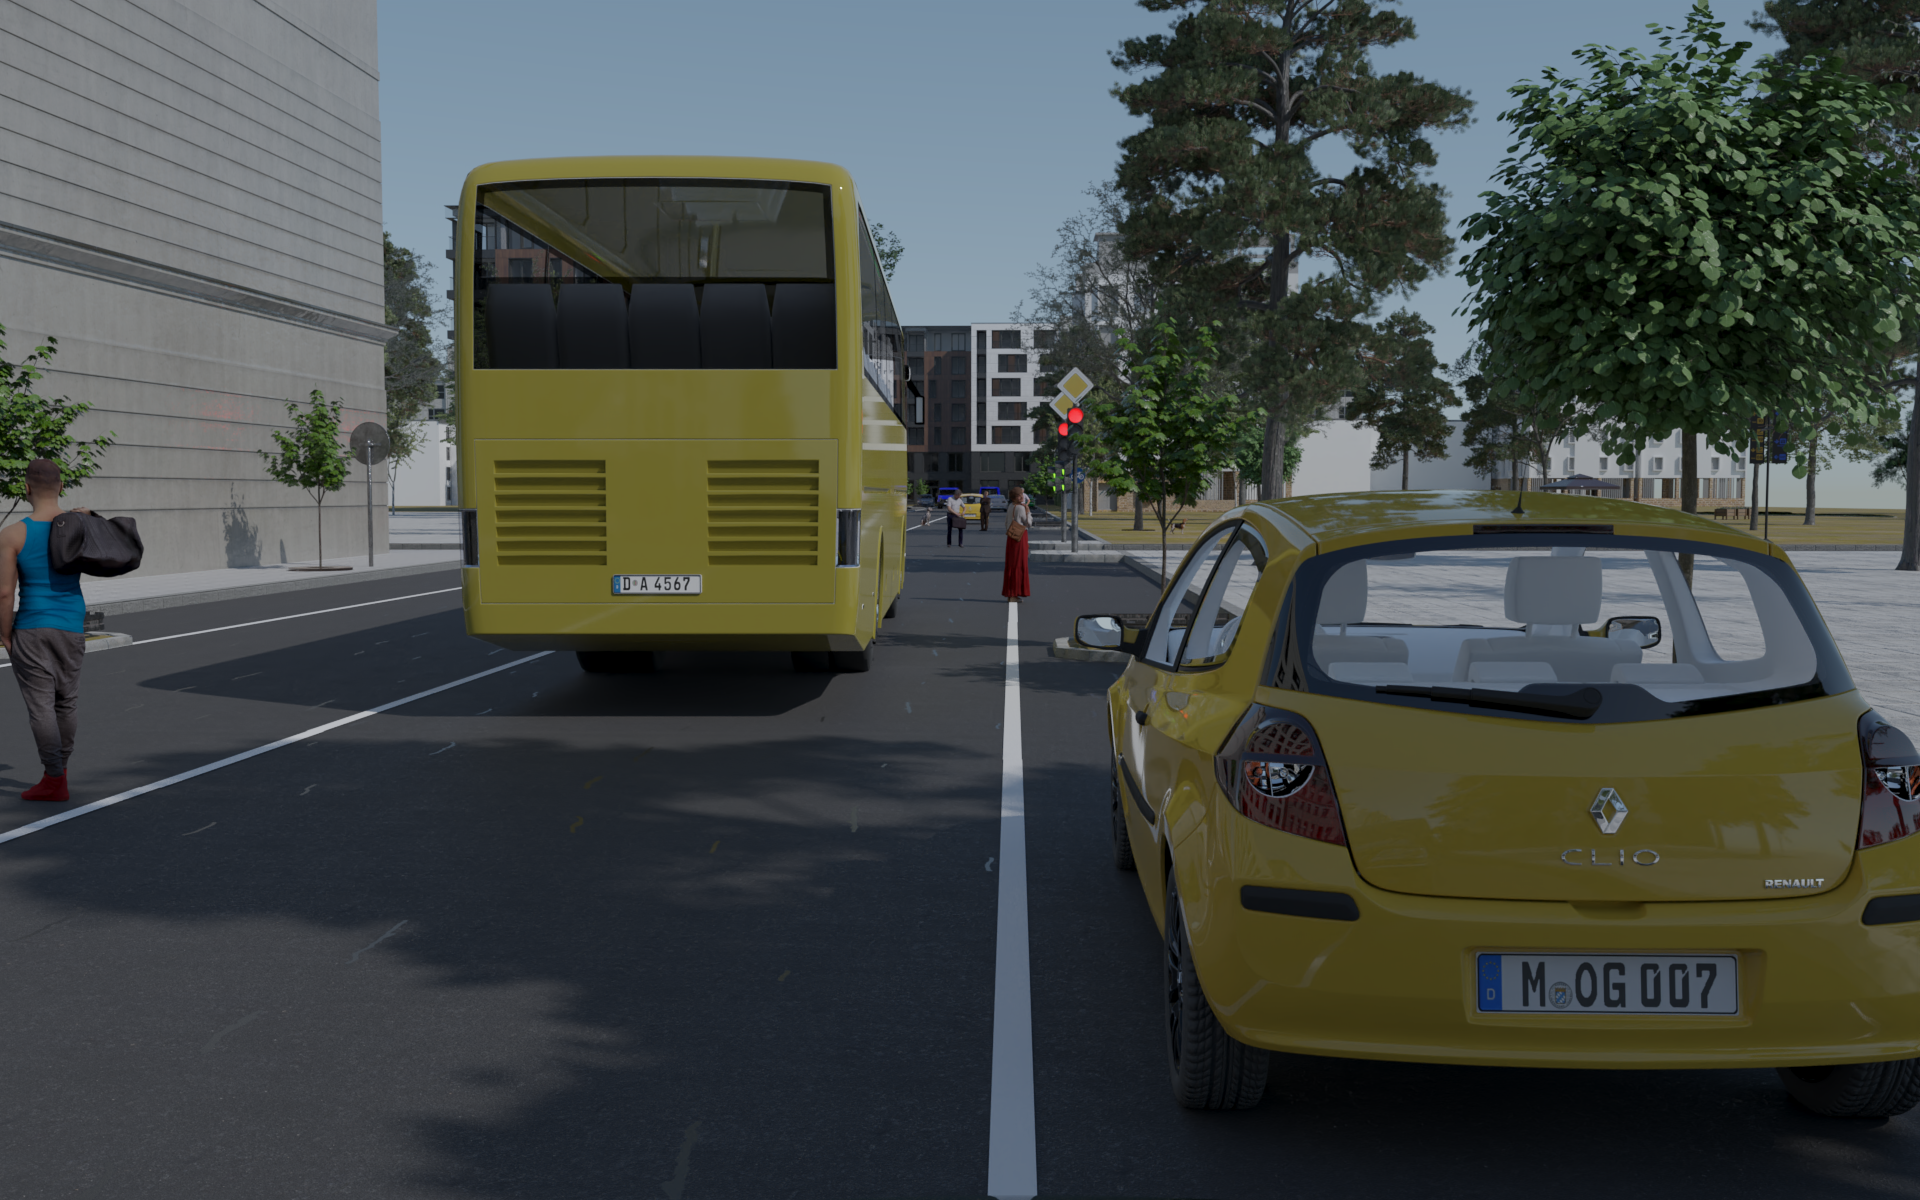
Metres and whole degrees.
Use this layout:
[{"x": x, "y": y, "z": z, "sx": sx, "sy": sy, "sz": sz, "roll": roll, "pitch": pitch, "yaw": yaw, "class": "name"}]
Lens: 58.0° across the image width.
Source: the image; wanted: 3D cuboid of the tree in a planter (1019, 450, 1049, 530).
[{"x": 3.530, "y": -4.485, "z": 70.548, "sx": 1.991, "sy": 3.239, "sz": 1.994, "roll": 0, "pitch": 4, "yaw": 2, "class": "tree in a planter"}]

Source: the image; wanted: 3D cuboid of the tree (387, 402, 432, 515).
[{"x": -35.105, "y": -9.605, "z": 107.411, "sx": 4.737, "sy": 8.622, "sz": 4.395, "roll": 0, "pitch": 3, "yaw": 0, "class": "tree"}]

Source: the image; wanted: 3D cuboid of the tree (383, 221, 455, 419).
[{"x": -24.145, "y": -9.560, "z": 66.680, "sx": 12.009, "sy": 13.543, "sz": 11.850, "roll": 0, "pitch": 3, "yaw": 0, "class": "tree"}]

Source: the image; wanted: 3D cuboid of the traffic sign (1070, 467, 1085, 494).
[{"x": 5.593, "y": -5.043, "z": 82.561, "sx": 0.768, "sy": 2.556, "sz": 0.104, "roll": 0, "pitch": 4, "yaw": 2, "class": "traffic sign"}]

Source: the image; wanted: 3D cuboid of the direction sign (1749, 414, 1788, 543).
[{"x": 20.780, "y": -3.215, "z": 44.559, "sx": 0.876, "sy": 3.537, "sz": 0.379, "roll": 2, "pitch": 4, "yaw": 24, "class": "direction sign"}]

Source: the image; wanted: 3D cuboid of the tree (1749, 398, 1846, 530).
[{"x": 28.403, "y": -7.744, "z": 61.019, "sx": 7.601, "sy": 10.594, "sz": 8.767, "roll": -1, "pitch": 4, "yaw": -18, "class": "tree"}]

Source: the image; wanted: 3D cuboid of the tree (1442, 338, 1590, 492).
[{"x": 24.946, "y": -8.500, "z": 73.388, "sx": 8.767, "sy": 10.594, "sz": 7.601, "roll": 1, "pitch": 4, "yaw": 9, "class": "tree"}]

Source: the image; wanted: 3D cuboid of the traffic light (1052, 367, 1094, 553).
[{"x": 2.496, "y": -2.976, "z": 37.897, "sx": 0.839, "sy": 4.213, "sz": 0.868, "roll": 0, "pitch": 4, "yaw": 2, "class": "traffic light"}]

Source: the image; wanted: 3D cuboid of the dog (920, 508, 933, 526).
[{"x": -1.587, "y": -3.794, "z": 78.862, "sx": 0.513, "sy": 0.831, "sz": 0.800, "roll": -1, "pitch": 4, "yaw": -21, "class": "dog"}]

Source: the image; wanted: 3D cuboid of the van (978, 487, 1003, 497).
[{"x": 2.649, "y": -9.116, "z": 153.437, "sx": 2.240, "sy": 2.365, "sz": 5.245, "roll": 0, "pitch": 4, "yaw": 2, "class": "van"}]

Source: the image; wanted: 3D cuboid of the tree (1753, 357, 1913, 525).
[{"x": 35.763, "y": -9.411, "z": 71.998, "sx": 7.486, "sy": 12.596, "sz": 7.792, "roll": 0, "pitch": 3, "yaw": 0, "class": "tree"}]

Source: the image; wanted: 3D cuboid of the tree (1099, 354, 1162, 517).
[{"x": 11.101, "y": -9.715, "z": 93.252, "sx": 7.601, "sy": 10.594, "sz": 8.767, "roll": 0, "pitch": 4, "yaw": -7, "class": "tree"}]

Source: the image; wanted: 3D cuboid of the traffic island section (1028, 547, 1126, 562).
[{"x": 2.536, "y": -0.962, "z": 38.008, "sx": 2.009, "sy": 0.180, "sz": 2.903, "roll": 0, "pitch": 4, "yaw": 2, "class": "traffic island section"}]

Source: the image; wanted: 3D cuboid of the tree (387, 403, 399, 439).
[{"x": -35.009, "y": -9.225, "z": 101.192, "sx": 4.360, "sy": 8.622, "sz": 3.978, "roll": 0, "pitch": 3, "yaw": 0, "class": "tree"}]

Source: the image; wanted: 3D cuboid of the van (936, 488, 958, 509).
[{"x": -1.098, "y": -9.943, "z": 166.945, "sx": 2.240, "sy": 2.365, "sz": 5.245, "roll": 0, "pitch": 4, "yaw": 3, "class": "van"}]

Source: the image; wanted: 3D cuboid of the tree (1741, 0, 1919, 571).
[{"x": 16.138, "y": -6.528, "z": 28.786, "sx": 6.751, "sy": 12.117, "sz": 7.091, "roll": 0, "pitch": 3, "yaw": 0, "class": "tree"}]

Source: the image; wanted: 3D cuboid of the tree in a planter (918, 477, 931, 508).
[{"x": -3.980, "y": -10.890, "z": 175.279, "sx": 1.991, "sy": 3.239, "sz": 1.994, "roll": 0, "pitch": 4, "yaw": 2, "class": "tree in a planter"}]

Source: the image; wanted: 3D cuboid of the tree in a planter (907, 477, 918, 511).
[{"x": -4.822, "y": -9.231, "z": 148.150, "sx": 1.991, "sy": 3.239, "sz": 1.994, "roll": 0, "pitch": 4, "yaw": 2, "class": "tree in a planter"}]

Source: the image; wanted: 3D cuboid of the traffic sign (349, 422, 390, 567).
[{"x": -10.411, "y": -1.861, "z": 30.541, "sx": 0.768, "sy": 2.556, "sz": 0.104, "roll": 1, "pitch": 4, "yaw": 10, "class": "traffic sign"}]

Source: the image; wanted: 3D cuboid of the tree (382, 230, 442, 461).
[{"x": -27.164, "y": -10.402, "z": 77.502, "sx": 7.806, "sy": 13.903, "sz": 7.818, "roll": 0, "pitch": 3, "yaw": 0, "class": "tree"}]

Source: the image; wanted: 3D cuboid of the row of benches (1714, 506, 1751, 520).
[{"x": 39.110, "y": -4.397, "z": 87.349, "sx": 4.104, "sy": 0.672, "sz": 1.422, "roll": -3, "pitch": 5, "yaw": -45, "class": "row of benches"}]

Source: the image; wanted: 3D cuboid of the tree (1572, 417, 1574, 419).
[{"x": 32.826, "y": -11.016, "z": 102.173, "sx": 6.751, "sy": 12.117, "sz": 7.091, "roll": 0, "pitch": 3, "yaw": 0, "class": "tree"}]

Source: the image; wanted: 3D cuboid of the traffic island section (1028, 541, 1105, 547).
[{"x": 2.779, "y": -1.450, "z": 45.990, "sx": 2.009, "sy": 0.180, "sz": 2.903, "roll": 0, "pitch": 4, "yaw": 2, "class": "traffic island section"}]

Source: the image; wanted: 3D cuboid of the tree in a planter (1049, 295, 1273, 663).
[{"x": 1.844, "y": -1.122, "z": 15.574, "sx": 1.991, "sy": 3.239, "sz": 1.994, "roll": 0, "pitch": 4, "yaw": 2, "class": "tree in a planter"}]

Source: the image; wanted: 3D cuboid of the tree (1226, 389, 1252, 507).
[{"x": 18.118, "y": -10.037, "z": 114.464, "sx": 4.737, "sy": 8.622, "sz": 4.395, "roll": 0, "pitch": 3, "yaw": 0, "class": "tree"}]

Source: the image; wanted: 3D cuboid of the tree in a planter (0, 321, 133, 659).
[{"x": -8.859, "y": -1.142, "z": 15.888, "sx": 1.991, "sy": 3.239, "sz": 1.994, "roll": 0, "pitch": 4, "yaw": 2, "class": "tree in a planter"}]

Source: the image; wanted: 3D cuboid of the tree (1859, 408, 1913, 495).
[{"x": 61.557, "y": -8.785, "z": 106.548, "sx": 11.467, "sy": 7.101, "sz": 20.602, "roll": 0, "pitch": 4, "yaw": 1, "class": "tree"}]

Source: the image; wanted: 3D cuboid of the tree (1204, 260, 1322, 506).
[{"x": 13.943, "y": -10.123, "z": 83.643, "sx": 7.486, "sy": 12.596, "sz": 7.792, "roll": 0, "pitch": 3, "yaw": 0, "class": "tree"}]

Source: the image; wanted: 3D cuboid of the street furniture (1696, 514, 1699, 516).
[{"x": 31.468, "y": -4.286, "z": 85.703, "sx": 10.072, "sy": 0.657, "sz": 5.734, "roll": 1, "pitch": 4, "yaw": 12, "class": "street furniture"}]

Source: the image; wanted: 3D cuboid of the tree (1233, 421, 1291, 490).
[{"x": 13.067, "y": -5.503, "z": 73.692, "sx": 4.285, "sy": 4.588, "sz": 4.351, "roll": 0, "pitch": 3, "yaw": 0, "class": "tree"}]

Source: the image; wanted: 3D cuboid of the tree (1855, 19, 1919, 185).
[{"x": 11.834, "y": -4.204, "z": 19.104, "sx": 4.360, "sy": 8.622, "sz": 3.978, "roll": 0, "pitch": 3, "yaw": 0, "class": "tree"}]

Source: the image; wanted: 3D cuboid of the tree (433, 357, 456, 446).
[{"x": -26.798, "y": -11.144, "z": 100.338, "sx": 7.486, "sy": 12.596, "sz": 7.792, "roll": 0, "pitch": 3, "yaw": 0, "class": "tree"}]

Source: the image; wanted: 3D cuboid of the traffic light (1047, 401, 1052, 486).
[{"x": 2.740, "y": -3.464, "z": 45.878, "sx": 0.839, "sy": 4.213, "sz": 0.868, "roll": 0, "pitch": 4, "yaw": 2, "class": "traffic light"}]

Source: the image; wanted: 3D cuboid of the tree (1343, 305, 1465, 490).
[{"x": 29.439, "y": -12.692, "z": 114.941, "sx": 7.806, "sy": 13.903, "sz": 7.818, "roll": 0, "pitch": 3, "yaw": 0, "class": "tree"}]
